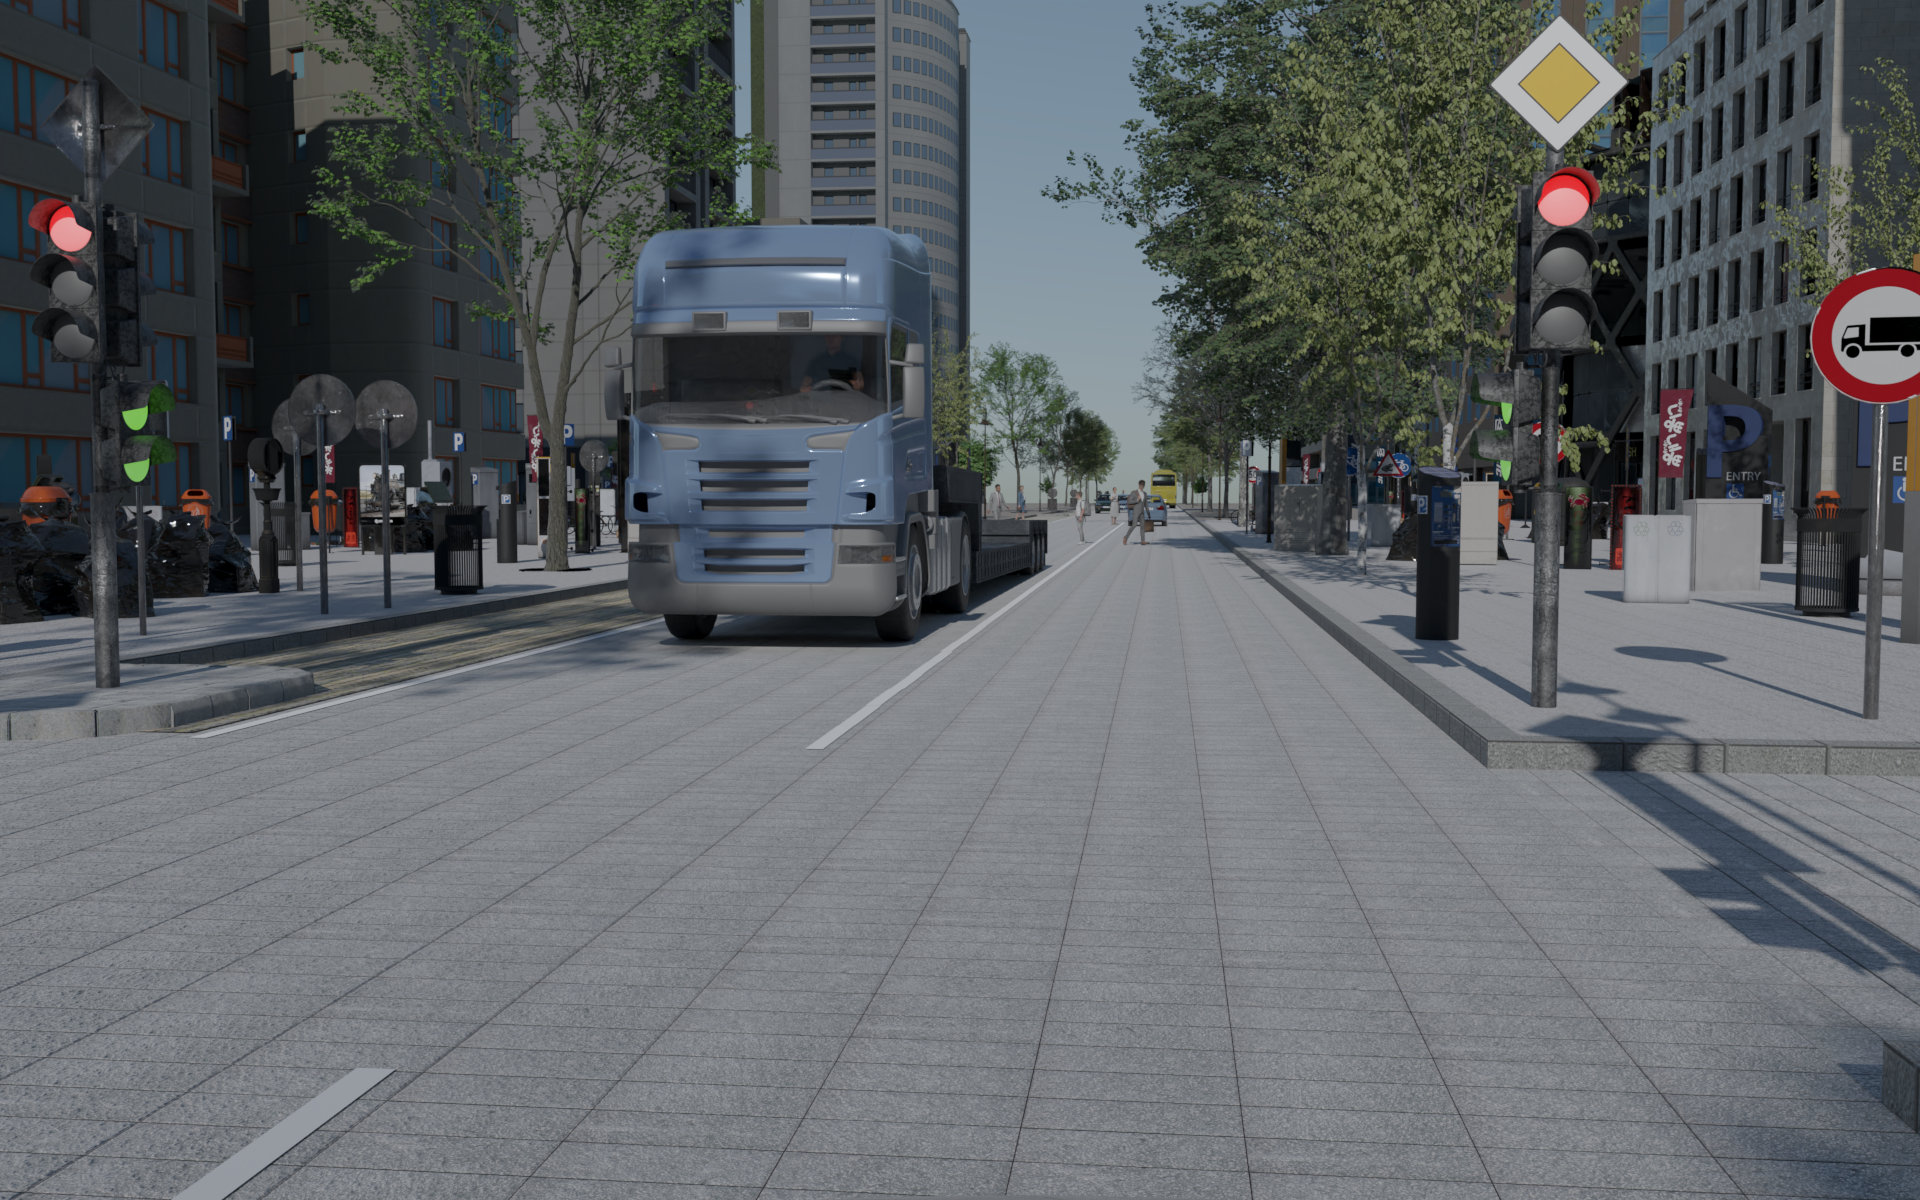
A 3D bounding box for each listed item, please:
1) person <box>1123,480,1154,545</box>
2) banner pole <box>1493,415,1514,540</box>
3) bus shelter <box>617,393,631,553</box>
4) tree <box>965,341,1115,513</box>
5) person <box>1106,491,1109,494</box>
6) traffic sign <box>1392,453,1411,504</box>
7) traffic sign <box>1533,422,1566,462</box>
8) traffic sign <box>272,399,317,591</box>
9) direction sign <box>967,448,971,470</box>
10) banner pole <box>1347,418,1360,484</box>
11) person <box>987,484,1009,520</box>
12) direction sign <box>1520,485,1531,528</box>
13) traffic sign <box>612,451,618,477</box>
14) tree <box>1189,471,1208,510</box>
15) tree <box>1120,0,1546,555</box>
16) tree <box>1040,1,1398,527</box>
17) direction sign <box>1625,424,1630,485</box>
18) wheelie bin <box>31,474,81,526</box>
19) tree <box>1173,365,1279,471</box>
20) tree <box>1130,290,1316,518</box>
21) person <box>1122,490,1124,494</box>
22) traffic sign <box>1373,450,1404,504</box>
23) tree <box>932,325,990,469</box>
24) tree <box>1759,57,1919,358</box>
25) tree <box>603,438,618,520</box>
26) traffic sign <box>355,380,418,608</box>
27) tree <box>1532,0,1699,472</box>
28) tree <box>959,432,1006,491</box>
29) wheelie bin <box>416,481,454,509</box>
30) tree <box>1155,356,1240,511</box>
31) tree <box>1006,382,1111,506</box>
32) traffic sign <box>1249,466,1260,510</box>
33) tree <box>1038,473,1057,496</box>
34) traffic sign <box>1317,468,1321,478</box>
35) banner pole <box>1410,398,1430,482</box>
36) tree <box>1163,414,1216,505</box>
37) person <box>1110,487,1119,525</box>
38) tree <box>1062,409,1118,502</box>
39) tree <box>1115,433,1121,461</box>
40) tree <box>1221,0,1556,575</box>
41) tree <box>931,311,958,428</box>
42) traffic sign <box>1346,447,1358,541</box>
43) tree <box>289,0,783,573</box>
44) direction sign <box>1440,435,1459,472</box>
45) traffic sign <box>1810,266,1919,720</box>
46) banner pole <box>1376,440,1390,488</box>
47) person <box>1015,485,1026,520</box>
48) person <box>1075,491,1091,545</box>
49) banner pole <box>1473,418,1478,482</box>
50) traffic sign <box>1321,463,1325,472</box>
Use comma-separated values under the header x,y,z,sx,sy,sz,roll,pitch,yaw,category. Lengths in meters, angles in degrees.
x,y,z,sx,sy,sz,roll,pitch,yaw,category
4.994,-2.446,48.461,0.622,1.834,0.822,-3,5,-42,person
15.115,-3.561,48.238,0.863,3.779,0.401,-2,4,-33,banner pole
-6.296,-3.022,40.697,1.731,3.624,6.357,0,4,7,bus shelter
3.890,-11.764,118.090,9.928,11.665,9.643,0,3,0,tree
16.824,-11.524,196.931,1.348,1.822,0.705,2,4,28,person
13.669,-3.297,54.020,0.768,2.556,0.104,1,4,10,traffic sign
10.206,-1.841,30.203,0.768,2.556,0.104,1,4,14,traffic sign
-8.718,-1.388,22.801,0.768,2.556,0.104,1,4,12,traffic sign
0.429,-5.758,86.139,0.379,3.537,0.876,-1,4,-10,direction sign
11.330,-3.692,50.385,0.863,3.779,0.401,-1,4,-12,banner pole
1.331,-3.270,62.231,0.678,1.792,0.850,-2,4,-32,person
21.311,-4.476,65.182,0.379,3.537,0.876,-2,4,-34,direction sign
-7.996,-2.396,41.298,0.606,2.300,0.079,1,4,9,traffic sign
19.925,-9.042,142.437,1.663,3.219,1.824,0,3,0,tree
7.861,-7.928,36.283,9.857,13.997,8.962,0,3,0,tree
9.914,-12.971,67.966,12.611,20.169,13.585,0,3,0,tree
21.817,-3.955,56.664,0.379,3.537,0.876,2,4,25,direction sign
-14.686,-1.232,28.047,0.693,1.594,0.980,0,4,4,wheelie bin
17.184,-10.732,109.884,7.601,10.594,8.767,-3,4,-37,tree
14.201,-11.096,91.782,12.009,13.543,11.850,0,3,0,tree
16.493,-10.163,174.657,0.705,1.826,1.348,2,4,34,person
12.605,-3.121,51.026,0.884,2.594,0.081,1,4,15,traffic sign
-0.543,-7.600,74.630,4.737,8.622,4.395,0,3,0,tree
15.465,-4.743,27.904,4.737,8.622,4.395,0,3,0,tree
-16.492,-6.252,85.934,4.285,4.588,4.351,0,3,0,tree
-6.437,-1.180,19.406,0.768,2.556,0.104,1,4,9,traffic sign
5.464,-4.189,18.848,4.737,8.622,4.395,0,3,0,tree
0.777,-6.588,91.425,4.285,4.588,4.351,0,3,0,tree
-13.032,-2.139,42.889,0.693,1.594,0.980,2,4,29,wheelie bin
18.314,-12.858,128.361,7.486,12.596,7.792,0,3,0,tree
7.787,-12.824,144.085,8.767,10.594,7.601,-2,4,-29,tree
13.379,-4.834,79.145,0.768,2.556,0.104,1,4,15,traffic sign
7.695,-9.775,154.427,1.663,3.219,1.824,0,3,0,tree
16.889,-4.893,80.110,0.768,2.556,0.104,1,4,15,traffic sign
11.348,-3.217,42.613,0.863,3.779,0.401,-3,4,-36,banner pole
28.396,-17.452,211.087,9.928,11.665,9.643,0,3,0,tree
7.242,-4.383,80.726,0.480,1.755,0.524,-3,4,-37,person
17.360,-19.197,232.002,7.486,12.596,7.792,0,3,0,tree
19.267,-19.538,245.206,9.928,11.665,9.643,0,3,0,tree
6.234,-4.682,26.906,4.737,8.622,4.395,0,3,0,tree
-2.224,-7.041,65.475,4.360,8.622,3.978,0,3,0,tree
10.566,-2.870,47.027,0.768,2.556,0.104,1,4,15,traffic sign
-6.764,-6.273,28.322,9.928,11.665,9.643,0,3,0,tree
18.721,-4.545,66.316,0.379,3.537,0.876,-2,4,-30,direction sign
5.196,-0.593,9.804,0.768,2.556,0.104,1,4,16,traffic sign
19.452,-5.477,79.569,0.863,3.779,0.401,-1,4,-18,banner pole
2.725,-4.230,77.678,0.581,1.822,0.654,-3,5,-43,person
3.443,-2.335,49.268,0.523,1.515,0.503,-3,5,-41,person
16.968,-4.103,57.107,0.401,3.779,0.863,1,4,17,banner pole
11.911,-3.281,55.775,0.606,2.300,0.079,1,4,9,traffic sign
